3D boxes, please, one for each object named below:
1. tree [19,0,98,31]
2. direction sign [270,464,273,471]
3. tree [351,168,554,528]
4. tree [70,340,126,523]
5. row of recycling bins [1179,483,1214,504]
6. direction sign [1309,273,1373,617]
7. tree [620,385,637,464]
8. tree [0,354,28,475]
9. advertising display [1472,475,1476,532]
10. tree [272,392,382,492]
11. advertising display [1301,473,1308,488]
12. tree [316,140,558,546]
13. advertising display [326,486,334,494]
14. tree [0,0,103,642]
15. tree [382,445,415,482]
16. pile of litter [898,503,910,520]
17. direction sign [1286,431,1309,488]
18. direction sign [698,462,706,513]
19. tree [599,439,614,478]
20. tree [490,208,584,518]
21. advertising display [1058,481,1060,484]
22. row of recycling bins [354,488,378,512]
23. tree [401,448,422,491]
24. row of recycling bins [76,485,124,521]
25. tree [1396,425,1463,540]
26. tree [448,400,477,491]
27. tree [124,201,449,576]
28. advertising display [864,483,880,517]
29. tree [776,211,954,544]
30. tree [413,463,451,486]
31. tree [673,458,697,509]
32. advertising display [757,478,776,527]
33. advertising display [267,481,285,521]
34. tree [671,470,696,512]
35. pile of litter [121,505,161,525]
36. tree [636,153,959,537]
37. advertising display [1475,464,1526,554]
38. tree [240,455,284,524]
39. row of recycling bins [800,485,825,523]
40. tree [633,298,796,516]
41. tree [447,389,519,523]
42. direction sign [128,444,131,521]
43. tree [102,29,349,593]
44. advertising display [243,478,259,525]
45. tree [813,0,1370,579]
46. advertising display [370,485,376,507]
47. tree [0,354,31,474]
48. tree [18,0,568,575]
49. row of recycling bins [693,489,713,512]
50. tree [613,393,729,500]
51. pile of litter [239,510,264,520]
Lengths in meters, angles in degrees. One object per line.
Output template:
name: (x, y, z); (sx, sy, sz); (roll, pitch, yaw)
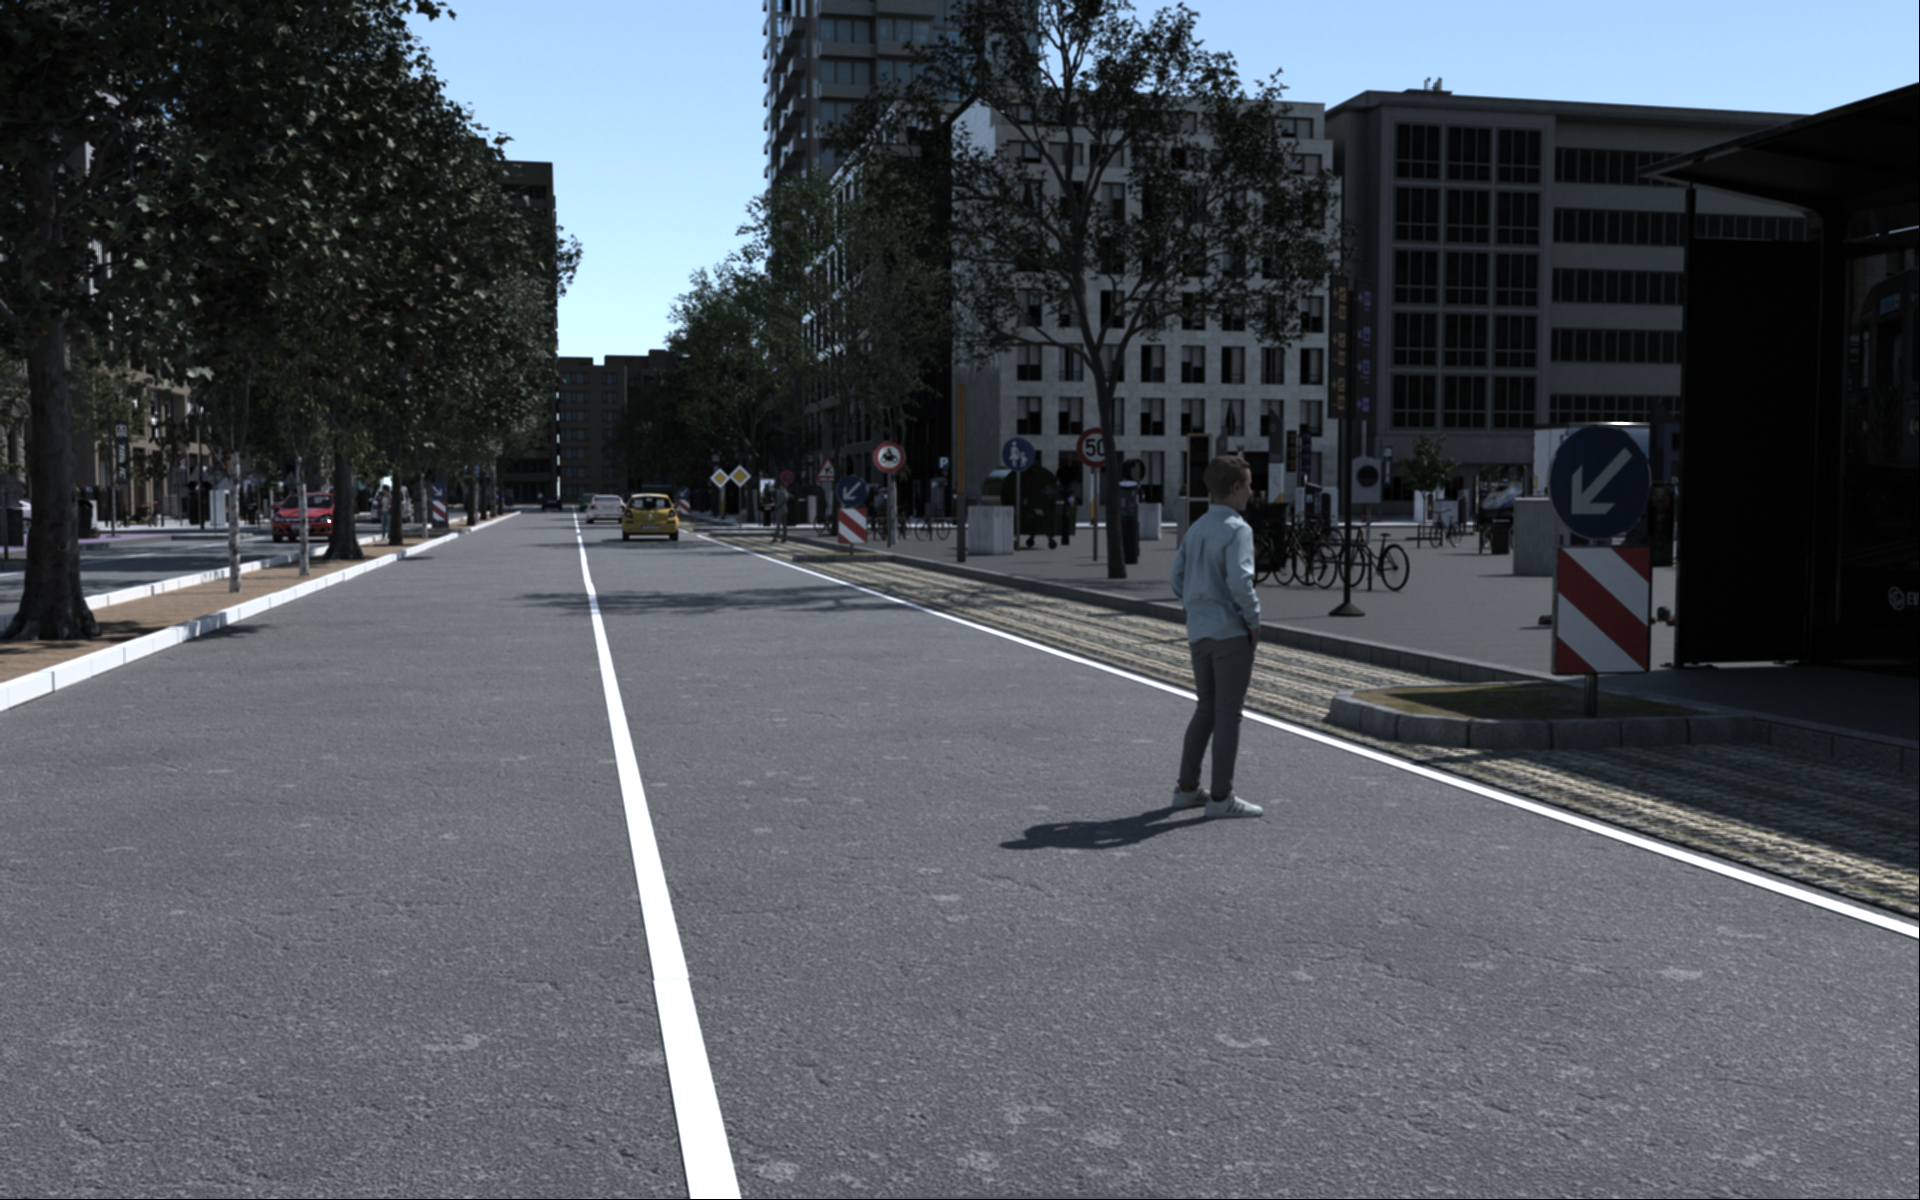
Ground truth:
tree: (-6.120, -5.669, 5.523); (12.009, 13.543, 11.850); (0, 3, 0)
direction sign: (-44.843, -7.345, 112.089); (0.876, 3.537, 0.379); (1, 4, 8)
tree: (-20.333, -9.679, 67.358); (9.857, 13.997, 8.962); (0, 3, 0)
tree: (-36.971, -7.643, 75.326); (4.737, 8.622, 4.395); (0, 3, 0)
row of recycling bins: (8.092, -3.089, 57.617); (1.069, 1.692, 3.534); (0, 4, -6)
direction sign: (4.088, -1.602, 18.195); (0.379, 3.537, 0.876); (3, 5, 41)
tree: (-9.435, -9.277, 77.434); (9.928, 11.665, 9.643); (0, 3, 0)
tree: (-23.781, -5.523, 40.670); (4.737, 8.622, 4.395); (0, 3, 0)
advertising display: (17.617, -3.271, 58.700); (0.123, 1.923, 0.974); (3, 5, 39)
tree: (-34.950, -10.623, 91.819); (7.486, 12.596, 7.792); (0, 3, 0)
advertising display: (10.676, -2.969, 53.756); (0.123, 1.923, 0.974); (1, 4, 17)
tree: (-15.414, -7.284, 47.303); (9.928, 11.665, 9.643); (0, 3, 0)
advertising display: (-48.300, -7.833, 133.281); (0.974, 1.923, 0.123); (0, 4, -3)
tree: (-9.060, -5.967, 17.029); (9.611, 12.733, 9.660); (0, 3, 0)
tree: (-42.642, -12.648, 124.927); (7.486, 12.596, 7.792); (0, 3, 0)
pile of litter: (-3.034, -4.463, 86.938); (1.176, 0.858, 1.719); (1, 4, 12)
direction sign: (12.075, -4.269, 61.790); (0.876, 3.537, 0.379); (0, 4, 2)
direction sign: (-17.642, -7.729, 118.372); (0.876, 3.537, 0.379); (3, 5, 45)
tree: (-40.146, -17.143, 214.699); (8.767, 10.594, 7.601); (-2, 4, -30)
tree: (-29.590, -15.066, 104.673); (12.611, 20.169, 13.585); (0, 3, 0)
advertising display: (4.473, -4.267, 74.986); (0.123, 1.923, 0.974); (-1, 4, -16)
row of recycling bins: (-42.501, -7.095, 123.111); (3.534, 1.692, 1.069); (1, 4, 13)
tree: (-45.299, -11.561, 139.384); (4.360, 8.622, 3.978); (0, 3, 0)
row of recycling bins: (-40.641, -4.520, 81.014); (1.069, 1.692, 3.534); (1, 4, 15)
tree: (13.035, -3.319, 48.872); (1.663, 3.219, 1.824); (0, 3, 0)
tree: (-16.942, -6.228, 54.655); (4.737, 8.622, 4.395); (0, 3, 0)
tree: (-11.317, -4.700, 29.659); (4.737, 8.622, 4.395); (0, 3, 0)
advertising display: (-4.982, -5.683, 98.132); (0.974, 1.923, 0.123); (-2, 4, -31)
tree: (-1.902, -5.742, 44.250); (4.360, 8.622, 3.978); (0, 3, 0)
tree: (-56.287, -12.361, 185.820); (4.285, 4.588, 4.351); (0, 3, 0)
tree: (-24.246, -12.146, 148.941); (4.737, 8.622, 4.395); (0, 3, 0)
advertising display: (-7.662, -3.881, 68.662); (0.123, 1.923, 0.974); (3, 4, 36)
advertising display: (-32.727, -4.751, 82.889); (0.123, 1.923, 0.974); (2, 4, 25)
tree: (-19.325, -7.803, 122.186); (1.663, 3.219, 1.824); (0, 3, 0)
pile of litter: (-34.246, -3.568, 72.299); (1.719, 0.858, 1.176); (2, 4, 24)
tree: (-3.598, -7.739, 52.287); (9.928, 11.665, 9.643); (0, 3, 0)
advertising display: (11.609, -1.952, 37.127); (0.974, 1.923, 0.123); (2, 4, 32)
tree: (-30.197, -4.935, 75.292); (1.663, 3.219, 1.824); (0, 3, 0)
row of recycling bins: (-6.790, -4.348, 78.211); (1.069, 1.692, 3.534); (-1, 4, -13)
tree: (-14.277, -11.261, 101.124); (9.611, 12.733, 9.660); (0, 3, 0)
tree: (-24.102, -8.153, 86.129); (4.360, 8.622, 3.978); (0, 3, 0)
direction sign: (-37.801, -5.309, 78.795); (0.379, 3.537, 0.876); (-2, 4, -30)
tree: (-10.570, -4.419, 25.071); (4.360, 8.622, 3.978); (0, 3, 0)
advertising display: (-29.121, -4.033, 71.151); (0.974, 1.923, 0.123); (2, 4, 35)
tree: (2.295, -5.626, 26.406); (8.767, 10.594, 7.601); (-1, 4, -21)
advertising display: (-40.179, -6.935, 118.607); (0.123, 1.923, 0.974); (-3, 4, -36)
tree: (-34.895, -6.842, 62.223); (4.360, 8.622, 3.978); (0, 3, 0)
tree: (-13.494, -7.226, 37.604); (9.611, 12.733, 9.660); (0, 3, 0)
row of recycling bins: (-19.436, -7.536, 130.324); (1.069, 1.692, 3.534); (-1, 4, -15)
tree: (-20.501, -11.892, 128.840); (7.601, 10.594, 8.767); (0, 4, 7)
pile of litter: (-35.013, -4.354, 85.157); (1.176, 0.858, 1.719); (-2, 4, -30)
